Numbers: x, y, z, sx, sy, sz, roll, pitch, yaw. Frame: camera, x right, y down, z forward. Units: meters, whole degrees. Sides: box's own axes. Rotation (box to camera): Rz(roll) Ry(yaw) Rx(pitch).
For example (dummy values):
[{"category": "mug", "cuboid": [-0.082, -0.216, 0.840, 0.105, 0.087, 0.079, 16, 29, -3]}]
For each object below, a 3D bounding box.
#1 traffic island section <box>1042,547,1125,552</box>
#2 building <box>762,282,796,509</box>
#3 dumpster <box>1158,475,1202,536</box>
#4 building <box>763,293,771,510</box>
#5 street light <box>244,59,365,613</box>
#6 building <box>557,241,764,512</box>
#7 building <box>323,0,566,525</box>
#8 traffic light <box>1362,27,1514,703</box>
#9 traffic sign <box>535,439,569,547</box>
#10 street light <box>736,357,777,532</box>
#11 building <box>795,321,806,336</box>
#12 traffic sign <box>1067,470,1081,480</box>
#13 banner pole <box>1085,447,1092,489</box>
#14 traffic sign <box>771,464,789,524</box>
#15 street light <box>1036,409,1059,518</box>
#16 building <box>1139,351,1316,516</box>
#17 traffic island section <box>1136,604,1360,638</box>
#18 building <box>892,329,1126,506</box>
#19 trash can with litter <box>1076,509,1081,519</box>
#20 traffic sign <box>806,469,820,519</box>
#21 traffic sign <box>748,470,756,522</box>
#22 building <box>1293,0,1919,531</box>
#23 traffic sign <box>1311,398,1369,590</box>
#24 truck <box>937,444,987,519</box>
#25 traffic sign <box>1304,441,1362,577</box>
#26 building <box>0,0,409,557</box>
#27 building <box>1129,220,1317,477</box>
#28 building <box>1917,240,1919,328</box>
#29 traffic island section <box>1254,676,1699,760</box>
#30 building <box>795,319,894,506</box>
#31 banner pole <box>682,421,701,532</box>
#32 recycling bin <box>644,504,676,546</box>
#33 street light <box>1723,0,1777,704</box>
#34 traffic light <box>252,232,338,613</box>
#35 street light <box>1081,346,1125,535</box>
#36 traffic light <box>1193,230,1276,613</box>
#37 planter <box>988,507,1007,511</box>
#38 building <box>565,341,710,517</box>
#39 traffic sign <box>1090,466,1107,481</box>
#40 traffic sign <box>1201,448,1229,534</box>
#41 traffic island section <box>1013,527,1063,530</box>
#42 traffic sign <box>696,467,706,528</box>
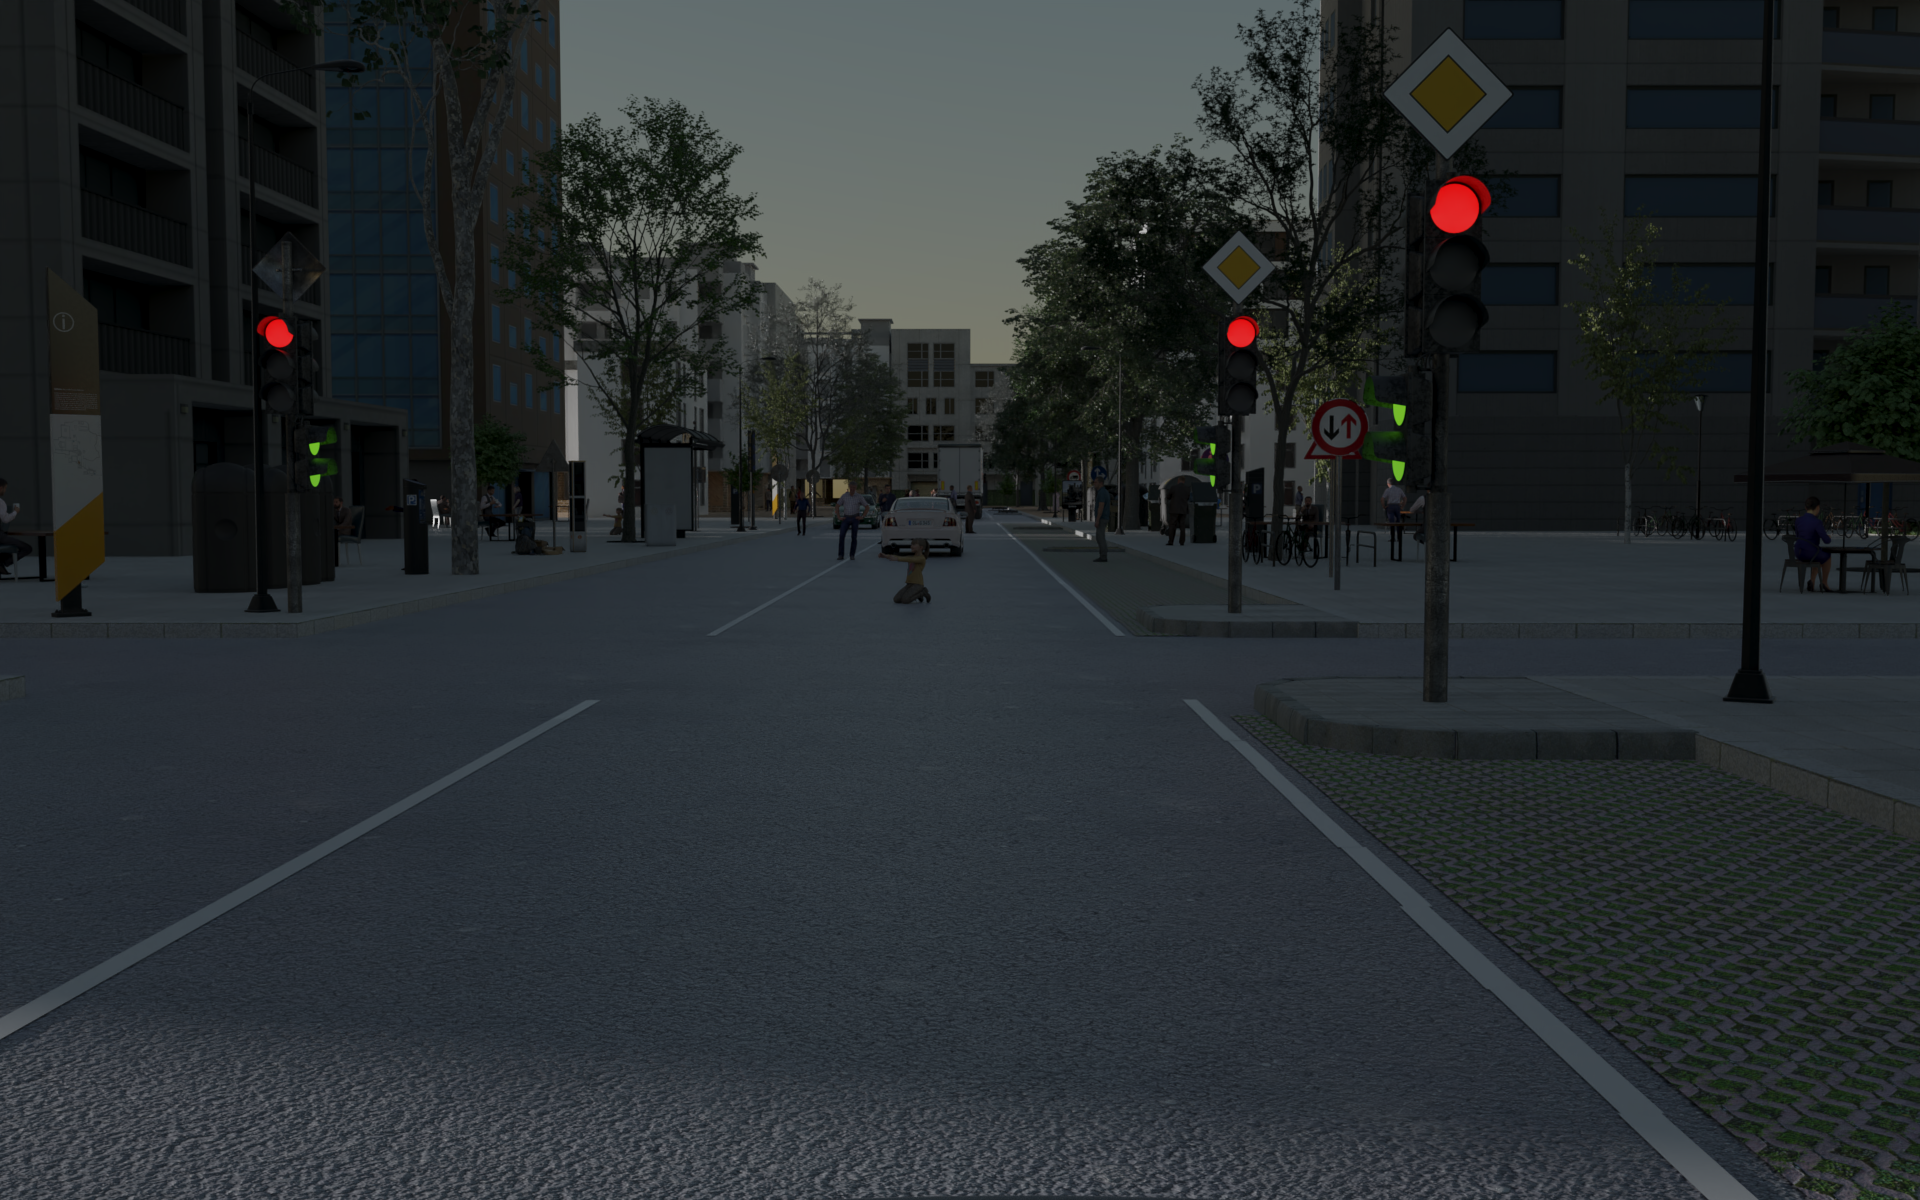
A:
[{"category": "traffic island section", "cuboid": [3.067, -1.258, 43.435, 1.991, 0.108, 1.994, 0, 4, 0]}, {"category": "building", "cuboid": [-31.105, -17.547, 153.351, 31.486, 18.905, 16.747, 0, 4, 0]}, {"category": "dumpster", "cuboid": [6.848, -2.919, 53.485, 1.264, 1.857, 1.865, 0, 4, 0]}, {"category": "building", "cuboid": [-23.419, -17.319, 139.578, 16.016, 20.091, 11.380, 0, 4, 0]}, {"category": "street light", "cuboid": [-7.058, -2.822, 18.683, 1.470, 5.913, 1.316, 0, 4, 0]}, {"category": "building", "cuboid": [-23.472, -16.624, 128.219, 16.016, 20.091, 11.380, 0, 4, 0]}, {"category": "building", "cuboid": [-26.465, -26.147, 77.622, 14.600, 45.320, 14.200, 0, 4, 0]}, {"category": "traffic light", "cuboid": [2.923, -1.326, 10.609, 0.839, 4.253, 0.868, 0, 4, 0]}, {"category": "traffic sign", "cuboid": [-9.674, -2.522, 41.243, 0.884, 2.594, 0.081, 0, 4, 2]}, {"category": "street light", "cuboid": [-6.897, -5.268, 58.674, 1.470, 5.913, 1.316, 0, 4, 0]}, {"category": "building", "cuboid": [-34.967, -21.761, 199.760, 32.646, 21.610, 27.936, 0, 4, 0]}, {"category": "traffic sign", "cuboid": [6.058, -5.615, 91.909, 0.768, 2.556, 0.104, 1, 4, 10]}, {"category": "banner pole", "cuboid": [6.679, -6.129, 90.226, 0.401, 3.779, 0.863, 3, 4, 37]}, {"category": "traffic sign", "cuboid": [-7.630, -4.476, 73.291, 0.768, 2.556, 0.104, 0, 4, 1]}, {"category": "street light", "cuboid": [4.624, -7.409, 93.680, 1.470, 5.913, 1.316, 0, 4, 0]}, {"category": "building", "cuboid": [17.744, -10.605, 115.534, 9.099, 9.664, 28.070, 0, 4, 0]}, {"category": "traffic island section", "cuboid": [2.989, 0.219, 18.708, 2.009, 0.180, 2.903, 0, 4, 0]}, {"category": "building", "cuboid": [8.459, -20.016, 193.712, 31.486, 18.905, 16.747, 0, 4, 0]}, {"category": "trash can with litter", "cuboid": [5.962, -4.671, 87.422, 1.678, 1.210, 2.233, -1, 4, -13]}, {"category": "traffic sign", "cuboid": [-7.587, -5.459, 89.360, 0.768, 2.556, 0.104, 1, 4, 9]}, {"category": "traffic sign", "cuboid": [-9.740, -4.876, 79.833, 0.768, 2.556, 0.104, 0, 4, 6]}, {"category": "building", "cuboid": [25.946, -32.434, 72.289, 21.231, 58.520, 28.212, 0, 4, 0]}, {"category": "traffic sign", "cuboid": [5.038, -1.404, 23.054, 0.768, 2.556, 0.104, 0, 4, 1]}, {"category": "truck", "cuboid": [0.107, -6.935, 102.303, 2.839, 4.237, 11.283, 0, 4, 1]}, {"category": "traffic sign", "cuboid": [5.710, -1.626, 26.590, 0.884, 2.594, 0.081, 0, 4, 1]}, {"category": "building", "cuboid": [-26.195, -37.029, 43.674, 20.563, 71.187, 20.611, 0, 4, 0]}, {"category": "building", "cuboid": [27.848, -18.441, 145.491, 27.936, 21.610, 32.646, 0, 4, 0]}, {"category": "building", "cuboid": [29.194, -15.983, 33.031, 14.107, 30.474, 14.160, 0, 4, 0]}, {"category": "traffic island section", "cuboid": [2.963, 0.707, 10.722, 2.009, 0.180, 2.903, 0, 4, 0]}, {"category": "building", "cuboid": [-12.975, -20.598, 193.199, 11.380, 20.091, 16.016, 0, 4, 0]}, {"category": "banner pole", "cuboid": [-9.260, -4.251, 59.521, 0.863, 3.779, 0.401, 3, 4, 38]}, {"category": "recycling bin", "cuboid": [-7.404, -1.849, 42.784, 0.722, 1.027, 0.722, -1, 4, -14]}, {"category": "street light", "cuboid": [4.366, -2.327, 10.591, 1.470, 5.913, 1.316, 0, 4, 0]}, {"category": "traffic light", "cuboid": [-7.172, -1.816, 18.610, 0.839, 4.253, 0.868, 0, 4, 0]}, {"category": "street light", "cuboid": [4.511, -5.018, 54.586, 1.470, 5.913, 1.316, 0, 4, 0]}, {"category": "traffic light", "cuboid": [2.949, -1.815, 18.594, 0.839, 4.253, 0.868, 0, 4, 0]}, {"category": "planter", "cuboid": [3.400, -7.795, 148.589, 1.991, 0.319, 1.994, 0, 4, 0]}, {"category": "building", "cuboid": [-20.255, -10.195, 108.841, 9.099, 9.664, 28.070, 0, 4, 0]}, {"category": "traffic sign", "cuboid": [6.278, -4.783, 78.316, 0.768, 2.556, 0.104, 0, 4, 7]}, {"category": "traffic sign", "cuboid": [6.877, -2.856, 46.797, 0.768, 2.556, 0.104, 0, 4, 7]}, {"category": "traffic island section", "cuboid": [3.148, -2.906, 70.379, 1.991, 0.108, 1.994, 0, 4, 0]}, {"category": "traffic sign", "cuboid": [-9.763, -3.815, 64.501, 0.606, 2.300, 0.079, 0, 4, 2]}]
